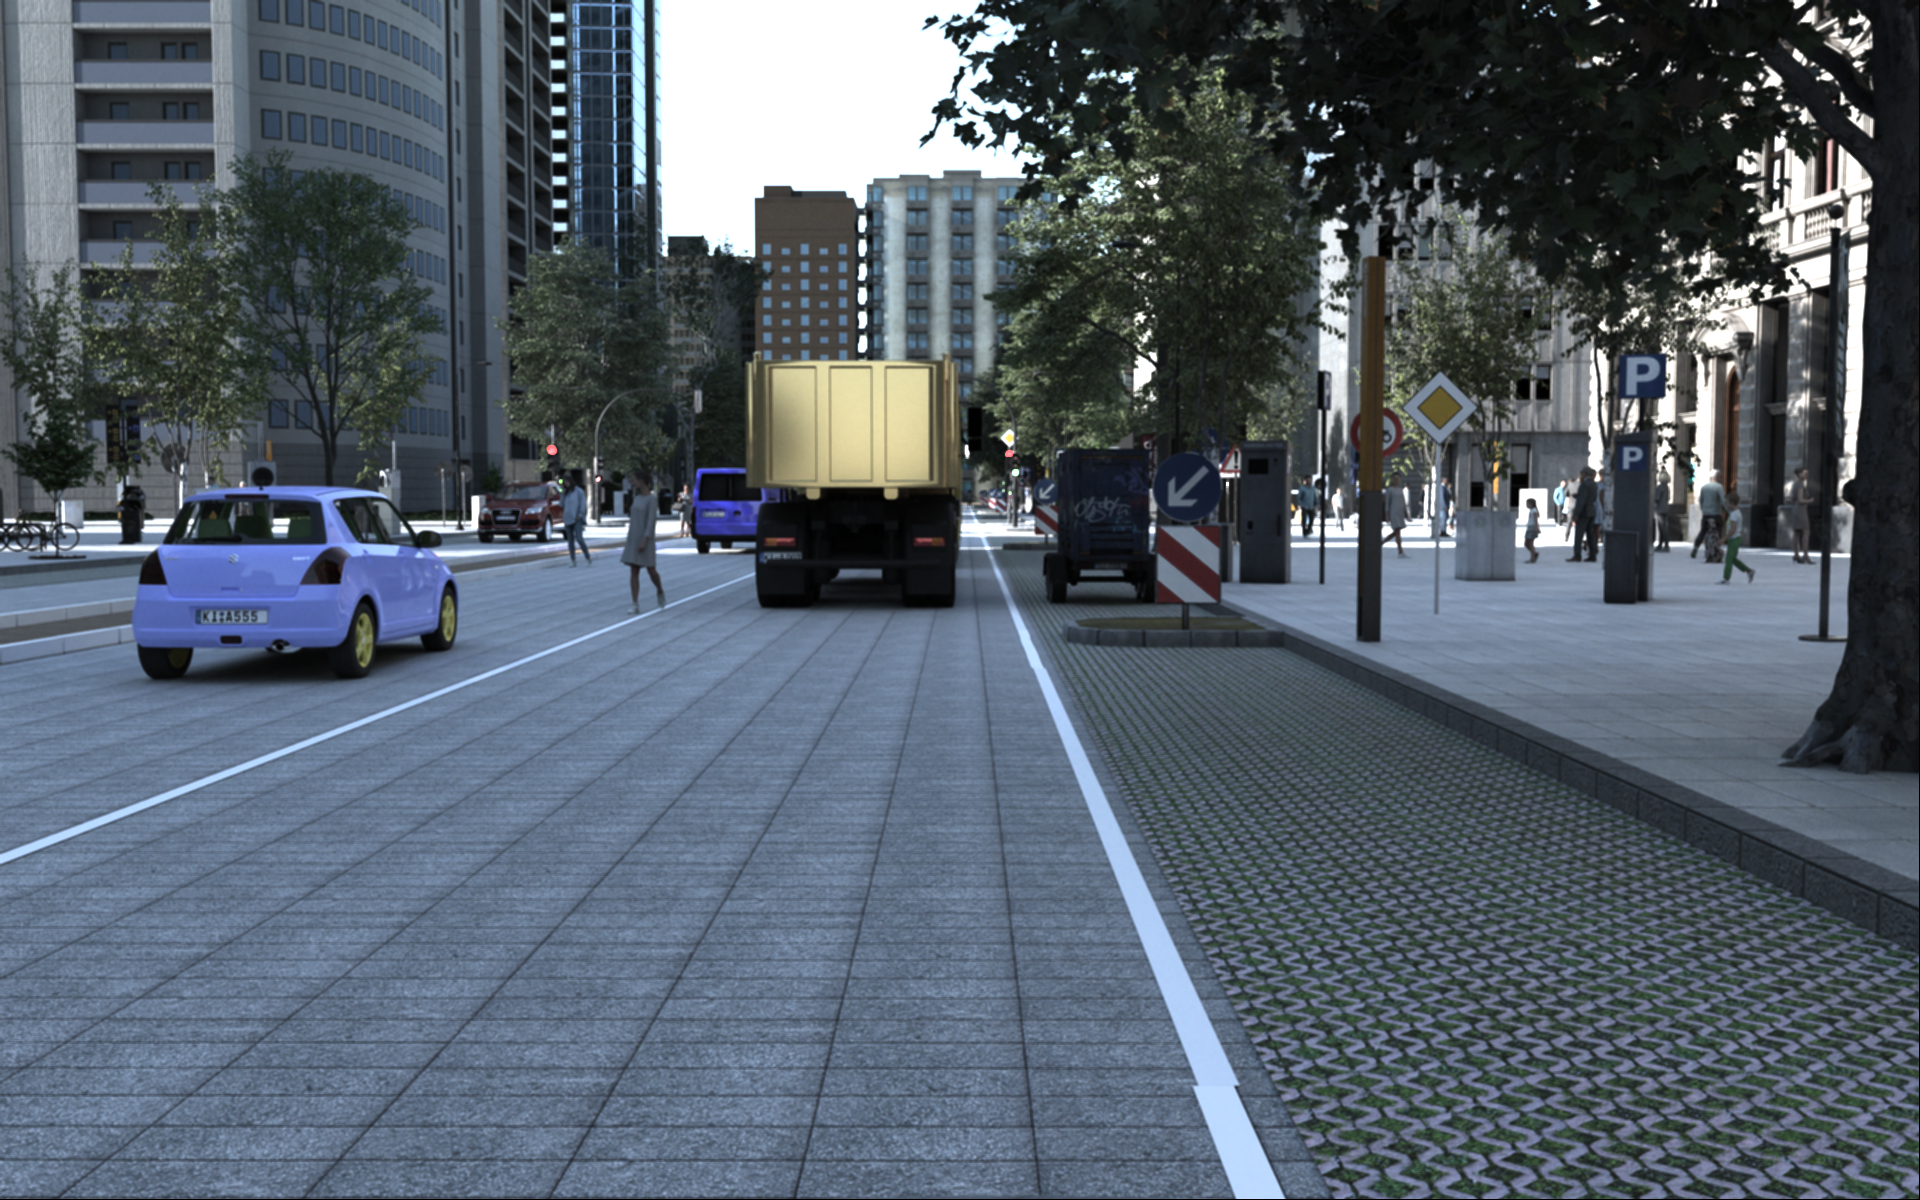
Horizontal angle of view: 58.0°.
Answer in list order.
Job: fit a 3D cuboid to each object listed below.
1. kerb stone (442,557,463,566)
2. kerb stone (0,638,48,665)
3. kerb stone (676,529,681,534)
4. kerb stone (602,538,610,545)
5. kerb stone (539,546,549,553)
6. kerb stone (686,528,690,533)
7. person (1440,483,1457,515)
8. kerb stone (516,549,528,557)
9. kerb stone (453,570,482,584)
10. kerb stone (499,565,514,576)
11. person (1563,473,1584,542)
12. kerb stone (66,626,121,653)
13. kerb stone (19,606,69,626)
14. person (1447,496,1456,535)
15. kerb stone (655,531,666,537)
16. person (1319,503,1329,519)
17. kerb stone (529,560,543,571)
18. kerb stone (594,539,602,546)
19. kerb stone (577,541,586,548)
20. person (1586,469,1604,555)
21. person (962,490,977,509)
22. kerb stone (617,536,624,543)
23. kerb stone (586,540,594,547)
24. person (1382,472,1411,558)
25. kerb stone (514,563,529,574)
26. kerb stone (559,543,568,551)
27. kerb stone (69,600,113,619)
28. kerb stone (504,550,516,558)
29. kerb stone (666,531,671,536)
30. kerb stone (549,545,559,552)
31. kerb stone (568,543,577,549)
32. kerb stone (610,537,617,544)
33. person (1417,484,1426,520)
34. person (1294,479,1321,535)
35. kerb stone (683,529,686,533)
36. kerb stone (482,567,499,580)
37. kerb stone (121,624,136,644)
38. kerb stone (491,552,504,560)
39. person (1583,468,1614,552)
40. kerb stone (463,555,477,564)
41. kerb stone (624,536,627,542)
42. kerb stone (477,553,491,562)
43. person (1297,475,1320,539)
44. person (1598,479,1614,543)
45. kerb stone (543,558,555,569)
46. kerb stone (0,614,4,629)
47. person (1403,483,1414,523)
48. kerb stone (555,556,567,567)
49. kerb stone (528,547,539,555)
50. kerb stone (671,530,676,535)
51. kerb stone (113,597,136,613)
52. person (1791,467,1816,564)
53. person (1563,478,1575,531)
[{"bbox_3d":[-10.157,-0.752,34.495,0.120,0.150,1.000,0,4,0],"label":"kerb stone"},{"bbox_3d":[-8.102,0.441,15.031,0.120,0.150,1.000,0,4,0],"label":"kerb stone"},{"bbox_3d":[-10.084,-2.381,61.132,0.120,0.150,1.000,0,4,0],"label":"kerb stone"},{"bbox_3d":[-10.117,-1.629,48.837,0.120,0.150,1.000,0,4,0],"label":"kerb stone"},{"bbox_3d":[-10.135,-1.187,41.660,0.120,0.150,1.000,0,4,0],"label":"kerb stone"},{"bbox_3d":[-10.083,-2.504,63.178,0.120,0.150,1.000,0,4,0],"label":"kerb stone"},{"bbox_3d":[24.252,-4.903,86.170,0.822,1.834,0.622,3,4,38],"label":"person"},{"bbox_3d":[-10.135,-1.059,39.613,0.120,0.150,1.000,0,4,0],"label":"kerb stone"},{"bbox_3d":[-8.069,-0.378,28.371,0.120,0.150,1.000,0,4,0],"label":"kerb stone"},{"bbox_3d":[-8.068,-0.501,30.418,0.120,0.150,1.000,0,4,0],"label":"kerb stone"},{"bbox_3d":[16.413,-2.465,46.146,0.655,1.846,0.447,3,5,40],"label":"person"},{"bbox_3d":[-8.102,0.376,16.054,0.120,0.150,1.000,0,4,0],"label":"kerb stone"},{"bbox_3d":[-10.190,0.188,19.121,0.120,0.150,1.000,0,4,0],"label":"kerb stone"},{"bbox_3d":[15.401,-2.667,54.340,0.332,1.250,0.352,-2,4,-30],"label":"person"},{"bbox_3d":[-10.079,-2.194,58.066,0.120,0.150,1.000,0,4,0],"label":"kerb stone"},{"bbox_3d":[18.721,-5.095,89.472,0.853,1.813,0.709,-3,5,-44],"label":"person"},{"bbox_3d":[-8.051,-0.622,32.463,0.120,0.150,1.000,0,4,0],"label":"kerb stone"},{"bbox_3d":[-10.118,-1.567,47.815,0.120,0.150,1.000,0,4,0],"label":"kerb stone"},{"bbox_3d":[-10.123,-1.435,45.762,0.120,0.150,1.000,0,4,0],"label":"kerb stone"},{"bbox_3d":[13.276,-1.855,36.464,0.616,1.811,0.778,2,4,26],"label":"person"},{"bbox_3d":[0.906,-9.488,163.633,1.348,1.824,0.705,0,4,-7],"label":"person"},{"bbox_3d":[-10.109,-1.755,50.895,0.120,0.150,1.000,0,4,0],"label":"kerb stone"},{"bbox_3d":[-10.123,-1.503,46.793,0.120,0.150,1.000,0,4,0],"label":"kerb stone"},{"bbox_3d":[8.727,-1.719,34.904,0.760,1.731,0.466,2,4,27],"label":"person"},{"bbox_3d":[-8.057,-0.564,31.441,0.120,0.150,1.000,0,4,0],"label":"kerb stone"},{"bbox_3d":[-10.122,-1.316,43.717,0.120,0.150,1.000,0,4,0],"label":"kerb stone"},{"bbox_3d":[-10.190,0.126,20.143,0.120,0.150,1.000,0,4,0],"label":"kerb stone"},{"bbox_3d":[-10.143,-0.998,38.584,0.120,0.150,1.000,0,4,0],"label":"kerb stone"},{"bbox_3d":[-10.090,-2.252,59.088,0.120,0.150,1.000,0,4,0],"label":"kerb stone"},{"bbox_3d":[-10.129,-1.253,42.690,0.120,0.150,1.000,0,4,0],"label":"kerb stone"},{"bbox_3d":[-10.128,-1.379,44.740,0.120,0.150,1.000,0,4,0],"label":"kerb stone"},{"bbox_3d":[-10.109,-1.693,49.873,0.120,0.150,1.000,0,4,0],"label":"kerb stone"},{"bbox_3d":[23.247,-4.927,87.018,0.534,1.772,0.576,0,4,8],"label":"person"},{"bbox_3d":[10.870,-2.946,54.198,0.794,1.824,0.713,-1,4,-23],"label":"person"},{"bbox_3d":[-10.076,-2.444,62.156,0.120,0.150,1.000,0,4,0],"label":"kerb stone"},{"bbox_3d":[-8.064,-0.440,29.393,0.120,0.150,1.000,0,4,0],"label":"kerb stone"},{"bbox_3d":[-8.095,0.313,17.082,0.120,0.150,1.000,0,4,0],"label":"kerb stone"},{"bbox_3d":[-10.149,-0.940,37.561,0.120,0.150,1.000,0,4,0],"label":"kerb stone"},{"bbox_3d":[13.875,-1.934,37.539,0.514,1.842,0.818,-2,4,-24],"label":"person"},{"bbox_3d":[-10.155,-0.815,35.517,0.120,0.150,1.000,0,4,0],"label":"kerb stone"},{"bbox_3d":[-10.113,-1.818,51.916,0.120,0.150,1.000,0,4,0],"label":"kerb stone"},{"bbox_3d":[-10.152,-0.876,36.539,0.120,0.150,1.000,0,4,0],"label":"kerb stone"},{"bbox_3d":[9.985,-2.675,49.798,0.660,1.820,0.620,-1,4,-22],"label":"person"},{"bbox_3d":[16.685,-2.369,44.950,0.661,1.801,0.590,2,4,29],"label":"person"},{"bbox_3d":[-8.061,-0.690,33.485,0.120,0.150,1.000,0,4,0],"label":"kerb stone"},{"bbox_3d":[-10.195,0.251,18.093,0.120,0.150,1.000,0,4,0],"label":"kerb stone"},{"bbox_3d":[20.026,-4.375,77.847,0.850,1.792,0.678,-2,4,-24],"label":"person"},{"bbox_3d":[-8.057,-0.751,34.523,0.120,0.150,1.000,0,4,0],"label":"kerb stone"},{"bbox_3d":[-10.131,-1.128,40.636,0.120,0.150,1.000,0,4,0],"label":"kerb stone"},{"bbox_3d":[-10.087,-2.318,60.110,0.120,0.150,1.000,0,4,0],"label":"kerb stone"},{"bbox_3d":[-10.179,0.063,21.165,0.120,0.150,1.000,0,4,0],"label":"kerb stone"},{"bbox_3d":[15.534,-1.561,31.902,0.374,1.781,0.599,1,4,11],"label":"person"},{"bbox_3d":[20.881,-3.234,59.016,0.616,1.811,0.778,-1,4,-16],"label":"person"}]
